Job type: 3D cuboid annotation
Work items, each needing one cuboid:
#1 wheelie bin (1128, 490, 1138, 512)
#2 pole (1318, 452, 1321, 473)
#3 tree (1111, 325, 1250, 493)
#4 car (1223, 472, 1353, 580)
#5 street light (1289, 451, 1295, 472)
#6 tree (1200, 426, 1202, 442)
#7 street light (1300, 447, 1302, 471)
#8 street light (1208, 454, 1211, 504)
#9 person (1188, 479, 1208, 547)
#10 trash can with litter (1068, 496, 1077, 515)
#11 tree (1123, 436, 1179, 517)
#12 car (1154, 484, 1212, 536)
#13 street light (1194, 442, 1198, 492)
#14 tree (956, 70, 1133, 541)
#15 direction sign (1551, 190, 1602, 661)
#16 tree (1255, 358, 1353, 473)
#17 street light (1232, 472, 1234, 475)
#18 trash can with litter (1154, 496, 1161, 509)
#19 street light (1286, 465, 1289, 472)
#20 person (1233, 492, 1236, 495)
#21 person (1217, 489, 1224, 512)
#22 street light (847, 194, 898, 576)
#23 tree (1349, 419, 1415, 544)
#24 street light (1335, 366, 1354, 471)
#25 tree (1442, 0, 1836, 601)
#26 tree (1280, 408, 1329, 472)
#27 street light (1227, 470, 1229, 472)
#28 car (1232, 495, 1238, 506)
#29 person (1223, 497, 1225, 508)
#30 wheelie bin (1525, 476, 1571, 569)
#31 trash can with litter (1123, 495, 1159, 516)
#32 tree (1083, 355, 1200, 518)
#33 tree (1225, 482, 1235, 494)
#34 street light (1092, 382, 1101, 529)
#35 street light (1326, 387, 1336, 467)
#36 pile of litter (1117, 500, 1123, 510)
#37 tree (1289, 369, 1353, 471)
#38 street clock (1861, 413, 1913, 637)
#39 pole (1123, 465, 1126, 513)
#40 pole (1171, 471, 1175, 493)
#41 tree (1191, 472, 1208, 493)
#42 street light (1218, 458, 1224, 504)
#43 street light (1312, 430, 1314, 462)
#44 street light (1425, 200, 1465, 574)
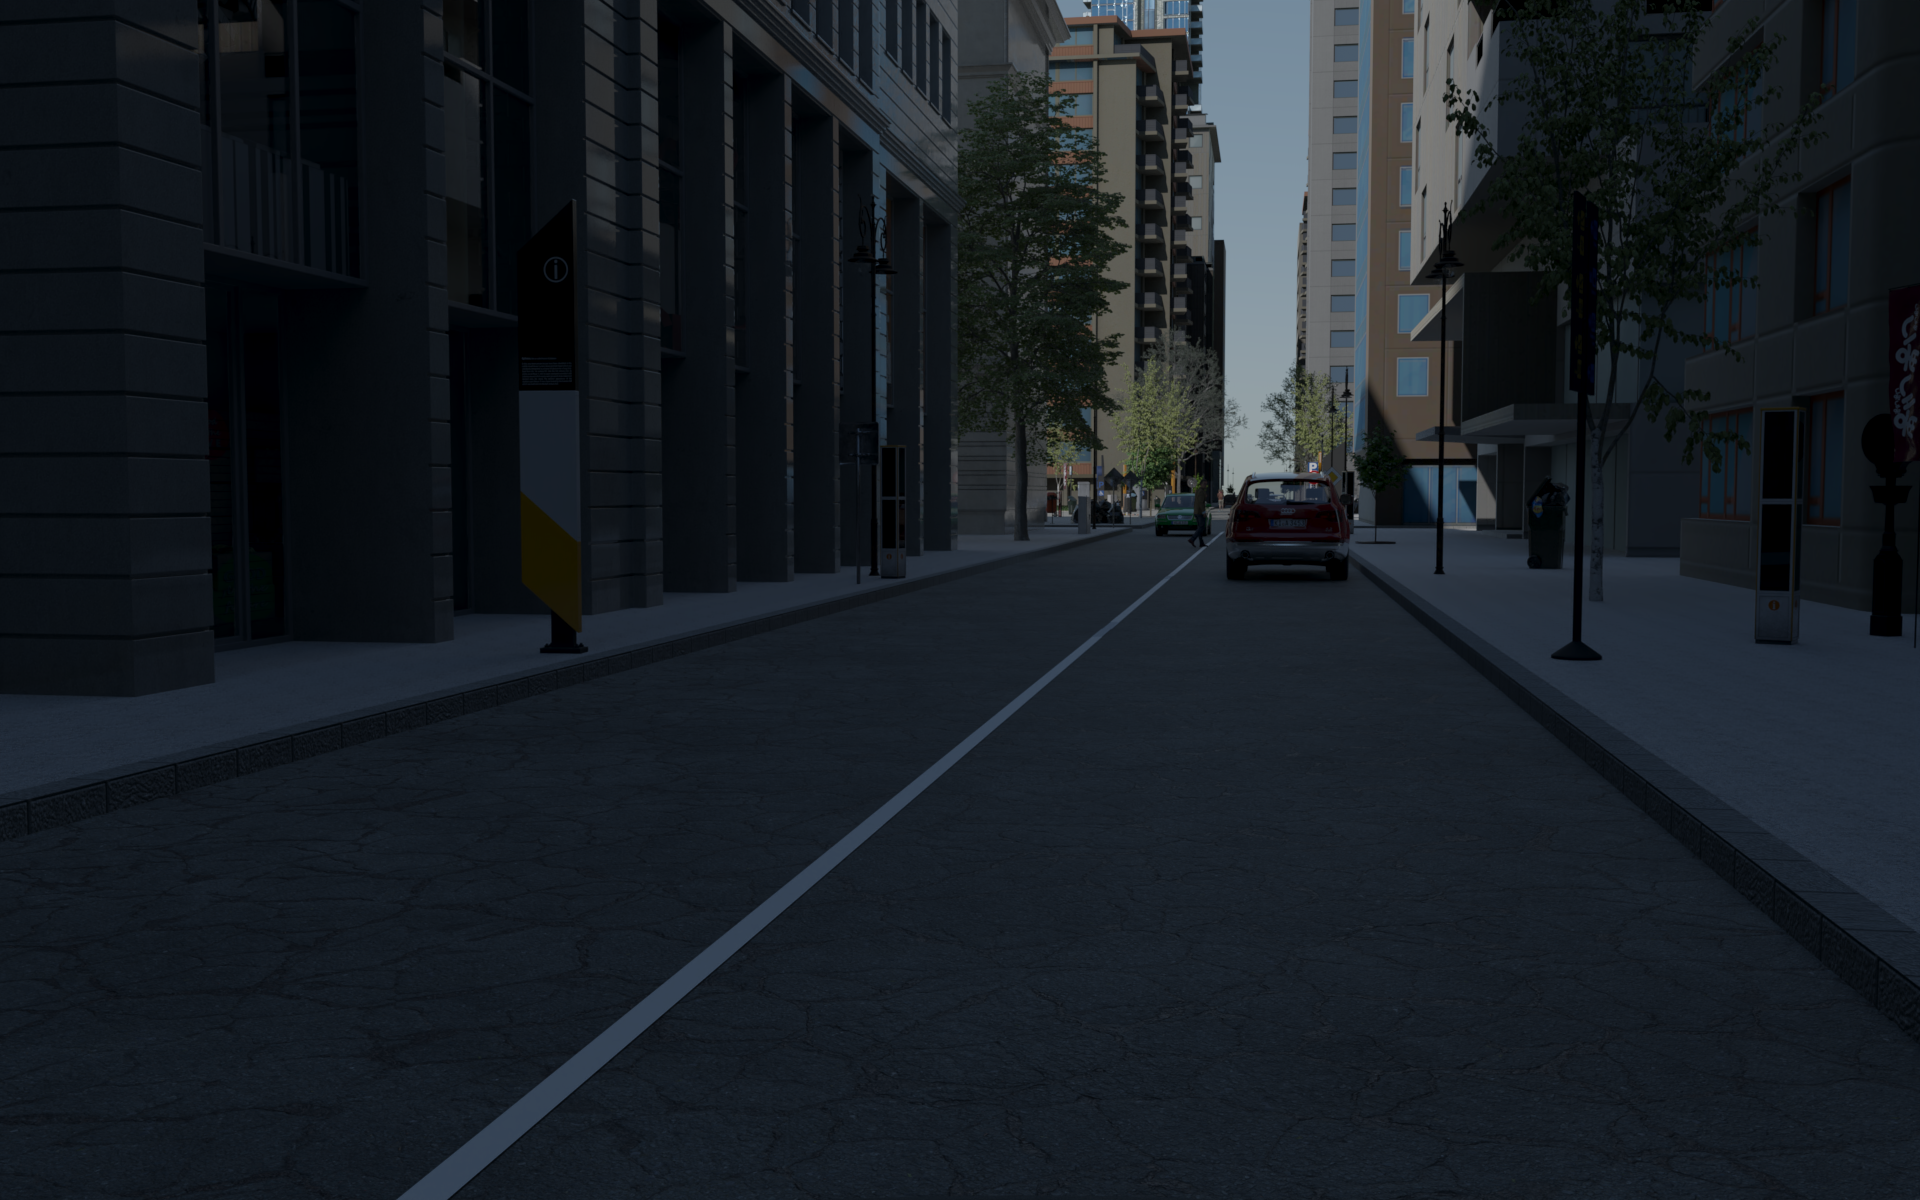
[{"bbox_3d":[12.243,-7.085,123.751,0.693,1.594,0.980,-2,4,-34],"label":"wheelie bin"},{"bbox_3d":[17.379,-5.490,83.605,0.158,3.312,0.155,0,3,0],"label":"pole"},{"bbox_3d":[15.893,-13.206,126.290,12.009,13.543,11.850,0,3,0],"label":"tree"},{"bbox_3d":[5.761,-1.334,30.481,2.281,1.827,5.304,1,4,11],"label":"car"},{"bbox_3d":[35.630,-12.961,184.706,0.468,5.910,1.993,1,4,10],"label":"street light"},{"bbox_3d":[13.187,-9.765,110.024,4.737,8.622,4.395,0,3,0],"label":"tree"},{"bbox_3d":[29.411,-10.816,149.628,0.468,5.910,1.993,1,4,10],"label":"street light"},{"bbox_3d":[26.512,-12.919,184.016,0.468,5.910,1.993,1,4,10],"label":"street light"},{"bbox_3d":[6.471,-2.340,46.675,0.836,1.842,0.656,-3,5,-41],"label":"person"},{"bbox_3d":[7.086,-5.824,106.609,0.624,1.170,1.055,-2,4,-33],"label":"trash can with litter"},{"bbox_3d":[10.781,-7.004,98.229,4.285,4.588,4.351,0,3,0],"label":"tree"},{"bbox_3d":[7.793,-3.147,60.253,1.959,1.807,4.718,1,4,11],"label":"car"},{"bbox_3d":[20.216,-10.755,148.631,0.468,5.910,1.993,1,4,10],"label":"street light"},{"bbox_3d":[1.349,-7.892,47.168,7.486,12.596,7.792,0,3,0],"label":"tree"},{"bbox_3d":[4.805,-1.309,13.392,0.379,3.537,0.876,2,4,30],"label":"direction sign"},{"bbox_3d":[23.758,-11.290,119.006,7.601,10.594,8.767,1,4,14],"label":"tree"},{"bbox_3d":[47.488,-20.089,301.238,0.468,5.910,1.993,1,4,10],"label":"street light"},{"bbox_3d":[16.696,-8.135,144.394,1.055,1.170,0.624,0,4,6],"label":"trash can with litter"},{"bbox_3d":[42.002,-15.128,220.134,0.468,5.910,1.993,1,4,10],"label":"street light"},{"bbox_3d":[38.258,-14.221,241.684,0.551,1.740,0.621,2,4,31],"label":"person"},{"bbox_3d":[21.483,-8.188,142.342,0.573,1.828,0.580,3,5,44],"label":"person"},{"bbox_3d":[-1.345,-3.318,27.031,0.468,5.910,1.993,1,4,10],"label":"street light"},{"bbox_3d":[10.895,-3.067,44.740,1.663,3.219,1.824,0,3,0],"label":"tree"},{"bbox_3d":[13.993,-5.507,62.823,0.468,5.910,1.993,1,4,10],"label":"street light"},{"bbox_3d":[7.614,-4.277,20.288,4.737,8.622,4.395,0,3,0],"label":"tree"},{"bbox_3d":[27.787,-11.507,138.497,4.360,8.622,3.978,0,3,0],"label":"tree"},{"bbox_3d":[41.184,-17.944,266.176,0.468,5.910,1.993,1,4,10],"label":"street light"},{"bbox_3d":[31.381,-11.102,193.881,2.083,1.381,4.827,1,4,9],"label":"car"},{"bbox_3d":[27.496,-10.353,181.001,0.697,1.427,0.421,2,4,33],"label":"person"},{"bbox_3d":[10.135,-1.343,29.860,0.693,1.594,0.980,2,4,24],"label":"wheelie bin"},{"bbox_3d":[10.439,-5.677,103.883,2.233,1.210,1.678,-3,4,-37],"label":"trash can with litter"},{"bbox_3d":[9.736,-8.693,92.501,4.737,8.622,4.395,0,3,0],"label":"tree"},{"bbox_3d":[44.481,-17.755,284.893,1.663,3.219,1.824,0,3,0],"label":"tree"},{"bbox_3d":[4.906,-5.527,63.159,0.468,5.910,1.993,1,4,10],"label":"street light"},{"bbox_3d":[16.000,-6.221,74.499,0.468,5.910,1.993,1,4,10],"label":"street light"},{"bbox_3d":[13.276,-7.862,142.502,1.719,0.858,1.176,-2,4,-29],"label":"pile of litter"},{"bbox_3d":[21.084,-9.250,101.592,4.737,8.622,4.395,0,3,0],"label":"tree"},{"bbox_3d":[8.376,-0.675,15.609,0.358,2.002,0.471,-1,4,-20],"label":"street clock"},{"bbox_3d":[11.406,-7.713,119.956,0.158,3.312,0.155,0,3,0],"label":"pole"},{"bbox_3d":[16.393,-8.544,133.541,0.158,3.312,0.155,0,3,0],"label":"pole"},{"bbox_3d":[21.458,-9.834,155.385,1.663,3.219,1.824,0,3,0],"label":"tree"},{"bbox_3d":[34.830,-15.752,230.338,0.468,5.910,1.993,1,4,10],"label":"street light"},{"bbox_3d":[22.330,-8.373,109.679,0.468,5.910,1.993,1,4,10],"label":"street light"},{"bbox_3d":[7.678,-3.350,27.564,0.468,5.910,1.993,1,4,10],"label":"street light"}]
